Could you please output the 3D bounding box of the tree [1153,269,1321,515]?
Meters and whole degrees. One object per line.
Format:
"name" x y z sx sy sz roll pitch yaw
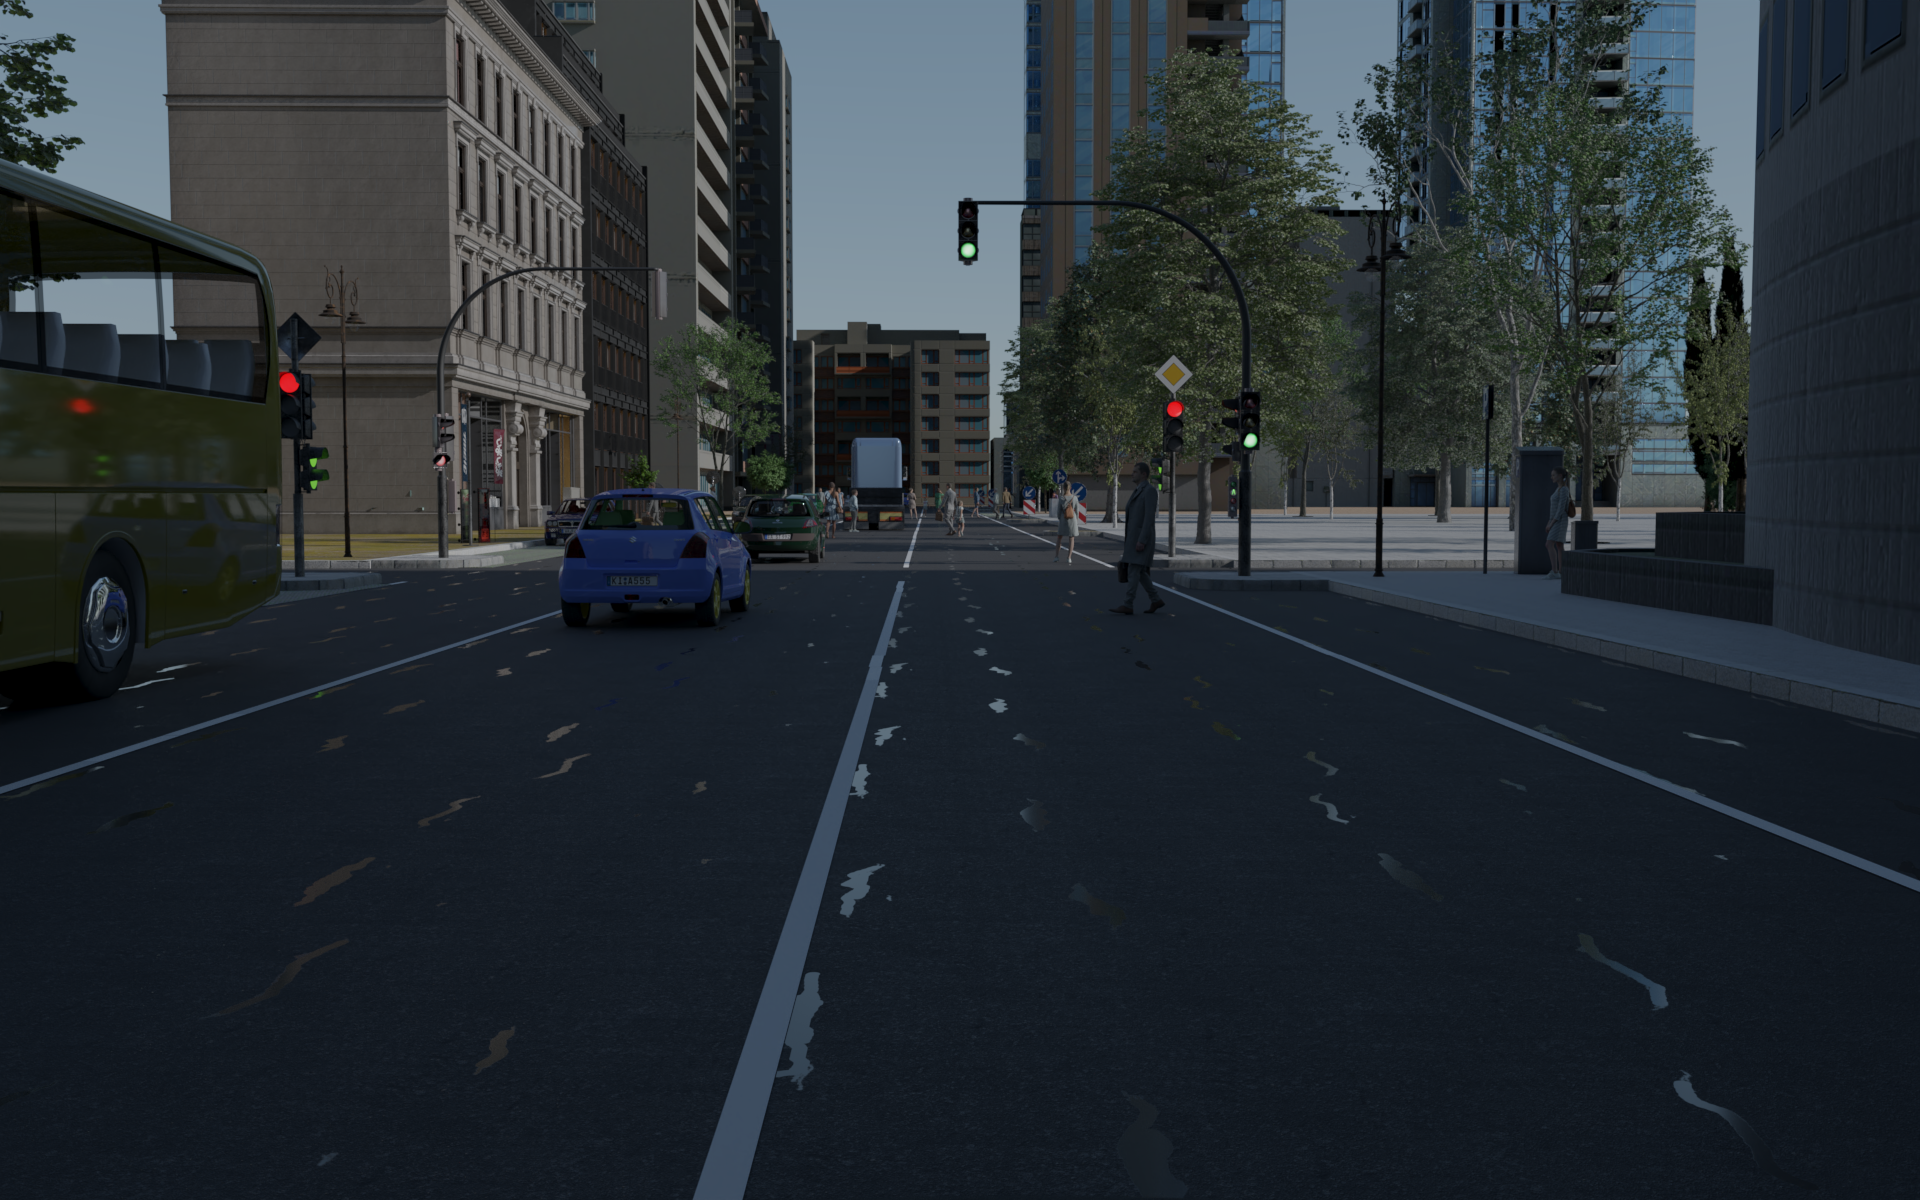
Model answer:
"tree" 8.740 -6.319 53.671 4.737 8.622 4.395 0 3 0

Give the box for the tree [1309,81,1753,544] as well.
"tree" 16.119 -7.275 44.697 9.928 11.665 9.643 0 3 0

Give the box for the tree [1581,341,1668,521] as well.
"tree" 31.235 -8.046 81.916 4.360 8.622 3.978 0 3 0

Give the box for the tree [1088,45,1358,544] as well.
"tree" 6.569 -7.731 44.534 7.486 12.596 7.792 0 3 0

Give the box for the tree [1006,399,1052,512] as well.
"tree" 5.470 -10.485 121.784 4.360 8.622 3.978 0 3 0

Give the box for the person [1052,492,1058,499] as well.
"person" 6.778 -6.958 123.041 0.421 1.427 0.697 2 4 25

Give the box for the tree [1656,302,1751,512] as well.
"tree" 28.723 -7.057 65.738 4.737 8.622 4.395 0 3 0

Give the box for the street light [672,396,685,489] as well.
"street light" -13.272 -6.652 81.555 0.468 5.910 1.993 0 4 -1

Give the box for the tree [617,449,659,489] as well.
"tree" -13.653 -4.892 74.578 1.663 3.219 1.824 0 3 0

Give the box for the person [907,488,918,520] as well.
"person" -2.682 -5.413 97.350 0.599 1.781 0.374 0 4 -1

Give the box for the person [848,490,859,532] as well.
"person" -4.001 -3.374 65.483 0.330 1.601 0.589 -1 4 -20

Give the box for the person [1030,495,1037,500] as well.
"person" 5.359 -7.522 129.708 0.721 1.739 1.217 -3 5 -41

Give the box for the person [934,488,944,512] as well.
"person" -1.366 -6.115 108.722 0.600 1.795 0.529 1 4 22

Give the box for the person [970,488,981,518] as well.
"person" 0.936 -5.857 104.288 0.654 1.822 0.581 0 4 -1

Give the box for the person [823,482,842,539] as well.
"person" -4.100 -2.878 55.658 0.616 1.811 0.778 1 4 10

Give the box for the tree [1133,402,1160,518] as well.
"tree" 10.205 -8.625 91.381 4.360 8.622 3.978 0 3 0

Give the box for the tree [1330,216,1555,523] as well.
"tree" 21.661 -10.447 77.458 9.857 13.997 8.962 0 3 0

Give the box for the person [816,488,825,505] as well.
"person" -8.738 -6.067 107.794 0.635 1.810 0.391 -1 4 -10

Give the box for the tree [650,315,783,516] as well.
"tree" -14.261 -10.788 102.139 9.928 11.665 9.643 0 3 0

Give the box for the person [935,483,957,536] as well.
"person" -0.401 -3.143 60.007 0.853 1.813 0.709 2 4 35

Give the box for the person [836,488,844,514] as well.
"person" -7.352 -5.914 105.281 0.616 1.811 0.778 2 4 33

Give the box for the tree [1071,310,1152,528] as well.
"tree" 6.096 -7.044 65.526 4.737 8.622 4.395 0 3 0

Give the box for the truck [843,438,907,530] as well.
"truck" -3.772 -5.361 77.413 2.967 4.110 18.799 0 4 -2

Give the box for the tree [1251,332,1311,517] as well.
"tree" 19.403 -10.468 96.901 9.928 11.665 9.643 0 3 0

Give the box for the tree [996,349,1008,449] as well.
"tree" 5.645 -11.063 99.009 7.486 12.596 7.792 0 3 0

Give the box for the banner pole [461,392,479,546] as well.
"banner pole" -12.099 -3.210 42.493 0.401 3.779 0.863 0 4 -1

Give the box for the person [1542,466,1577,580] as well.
"person" 9.034 -1.167 26.131 0.522 1.701 0.512 0 4 8

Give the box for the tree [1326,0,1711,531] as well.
"tree" 18.602 -12.375 58.222 12.611 20.169 13.585 0 3 0

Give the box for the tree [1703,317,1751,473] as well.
"tree" 32.690 -7.404 71.411 4.360 8.622 3.978 0 3 0

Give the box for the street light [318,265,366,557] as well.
"street light" -12.476 -3.813 35.125 0.468 5.910 1.993 0 4 -1

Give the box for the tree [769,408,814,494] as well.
"tree" -14.575 -12.130 148.694 4.360 8.622 3.978 0 3 0

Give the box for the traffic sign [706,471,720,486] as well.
"traffic sign" -13.460 -5.759 94.261 0.768 2.556 0.104 0 4 3

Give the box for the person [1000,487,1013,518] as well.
"person" 2.836 -5.883 104.595 0.836 1.842 0.656 2 4 26

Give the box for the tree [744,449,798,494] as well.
"tree" -14.141 -8.730 126.456 4.285 4.588 4.351 0 3 0

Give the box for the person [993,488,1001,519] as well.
"person" 2.089 -5.450 98.091 0.515 1.767 0.782 0 4 8

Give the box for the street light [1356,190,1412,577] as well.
"street light" 6.503 -3.299 26.723 0.468 5.910 1.993 0 4 -1

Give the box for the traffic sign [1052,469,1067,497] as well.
"traffic sign" 5.116 -5.436 88.990 0.768 2.556 0.104 1 4 8

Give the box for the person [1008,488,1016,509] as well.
"person" 4.331 -8.810 150.071 0.705 1.826 1.348 3 4 39

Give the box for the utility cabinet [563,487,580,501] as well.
"utility cabinet" -12.514 -2.886 55.859 0.318 1.500 1.173 -2 4 -25

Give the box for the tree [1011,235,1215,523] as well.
"tree" 6.841 -9.753 76.467 9.611 12.733 9.660 0 3 0

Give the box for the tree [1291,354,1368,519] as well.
"tree" 18.693 -8.357 86.995 4.360 8.622 3.978 0 3 0

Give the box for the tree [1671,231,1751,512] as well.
"tree" 43.673 -11.647 92.255 13.155 14.587 18.604 0 4 -7

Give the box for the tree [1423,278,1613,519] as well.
"tree" 29.085 -10.606 90.424 9.611 12.733 9.660 0 3 0

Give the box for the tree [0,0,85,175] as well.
"tree" -13.214 -6.076 17.476 7.486 12.596 7.792 0 3 0

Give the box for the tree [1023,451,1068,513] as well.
"tree" 5.742 -8.032 115.031 4.285 4.588 4.351 0 3 0
